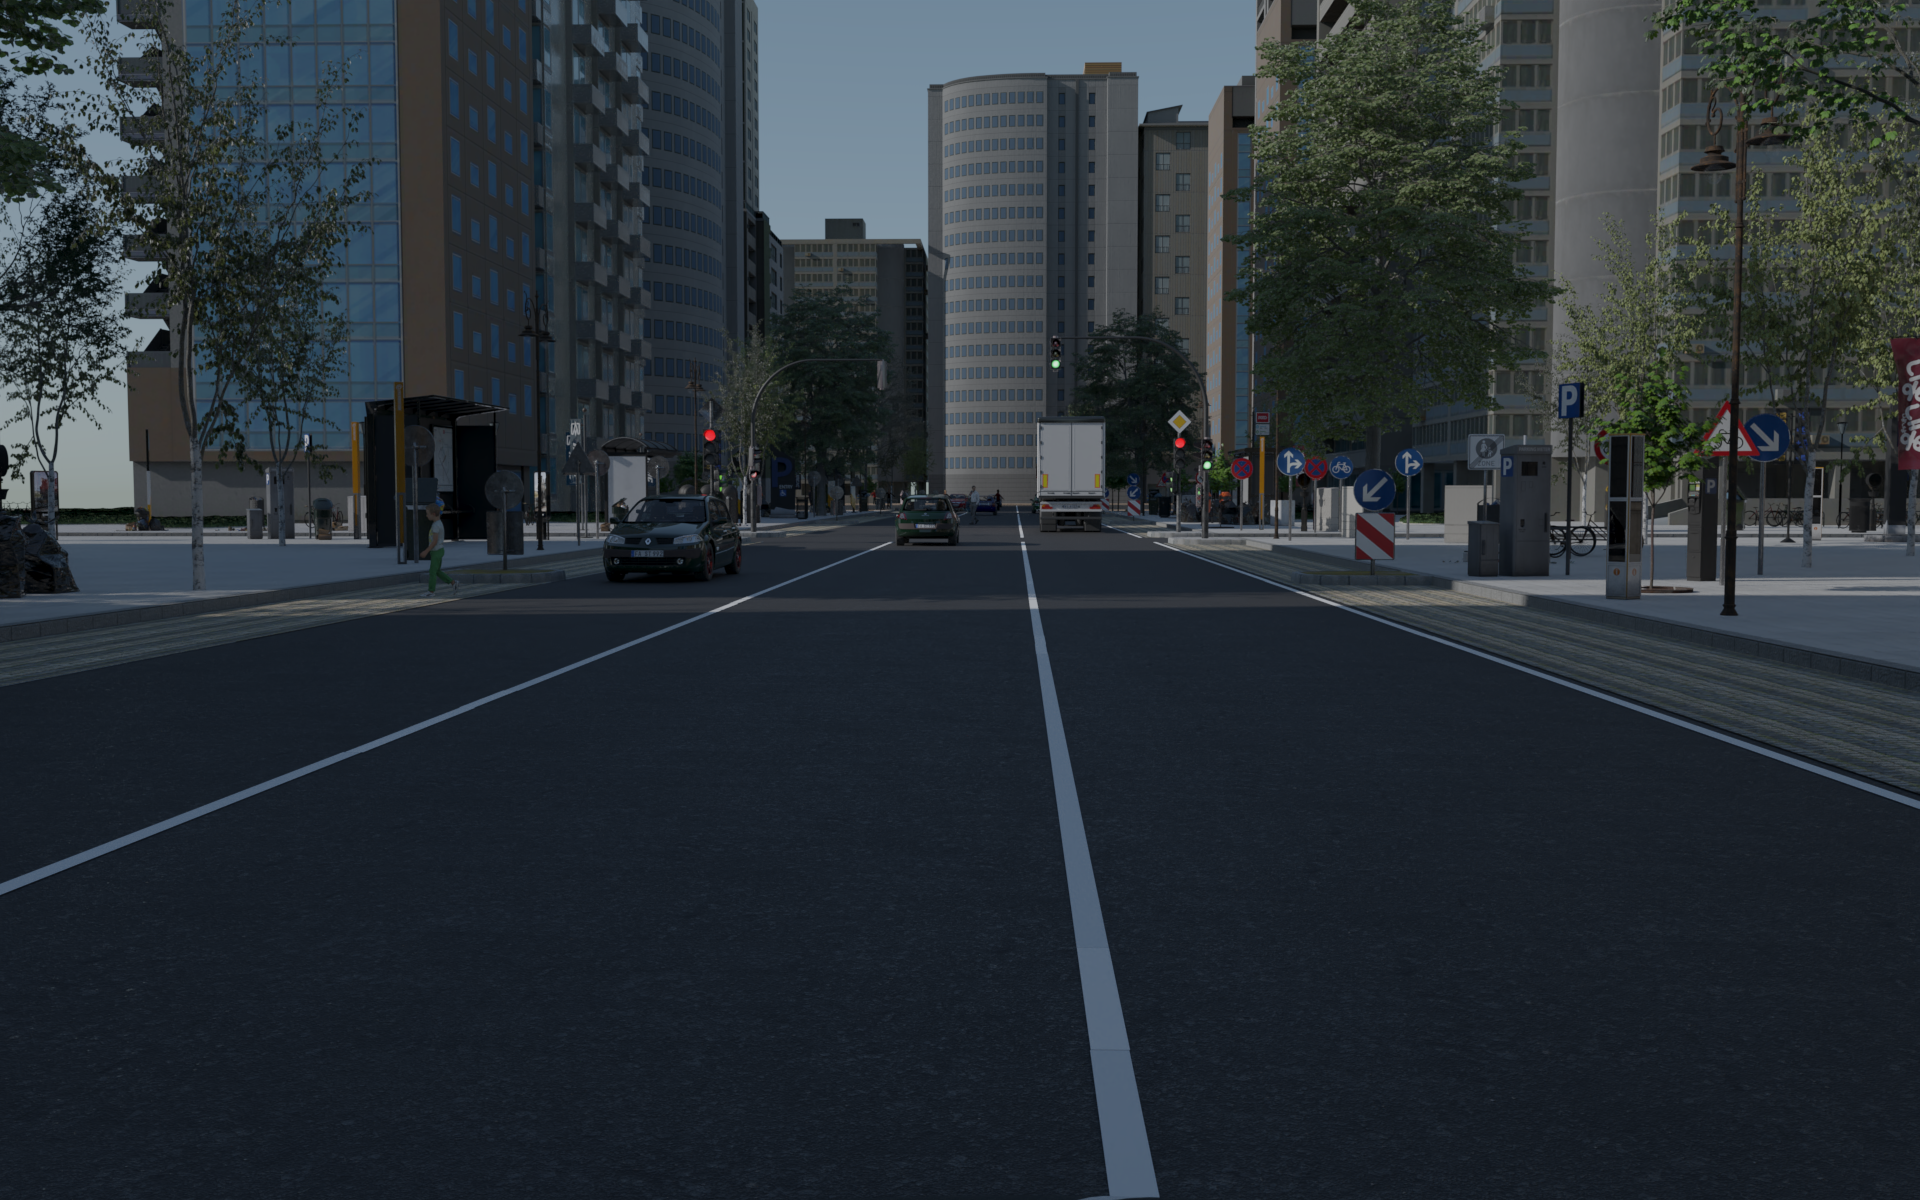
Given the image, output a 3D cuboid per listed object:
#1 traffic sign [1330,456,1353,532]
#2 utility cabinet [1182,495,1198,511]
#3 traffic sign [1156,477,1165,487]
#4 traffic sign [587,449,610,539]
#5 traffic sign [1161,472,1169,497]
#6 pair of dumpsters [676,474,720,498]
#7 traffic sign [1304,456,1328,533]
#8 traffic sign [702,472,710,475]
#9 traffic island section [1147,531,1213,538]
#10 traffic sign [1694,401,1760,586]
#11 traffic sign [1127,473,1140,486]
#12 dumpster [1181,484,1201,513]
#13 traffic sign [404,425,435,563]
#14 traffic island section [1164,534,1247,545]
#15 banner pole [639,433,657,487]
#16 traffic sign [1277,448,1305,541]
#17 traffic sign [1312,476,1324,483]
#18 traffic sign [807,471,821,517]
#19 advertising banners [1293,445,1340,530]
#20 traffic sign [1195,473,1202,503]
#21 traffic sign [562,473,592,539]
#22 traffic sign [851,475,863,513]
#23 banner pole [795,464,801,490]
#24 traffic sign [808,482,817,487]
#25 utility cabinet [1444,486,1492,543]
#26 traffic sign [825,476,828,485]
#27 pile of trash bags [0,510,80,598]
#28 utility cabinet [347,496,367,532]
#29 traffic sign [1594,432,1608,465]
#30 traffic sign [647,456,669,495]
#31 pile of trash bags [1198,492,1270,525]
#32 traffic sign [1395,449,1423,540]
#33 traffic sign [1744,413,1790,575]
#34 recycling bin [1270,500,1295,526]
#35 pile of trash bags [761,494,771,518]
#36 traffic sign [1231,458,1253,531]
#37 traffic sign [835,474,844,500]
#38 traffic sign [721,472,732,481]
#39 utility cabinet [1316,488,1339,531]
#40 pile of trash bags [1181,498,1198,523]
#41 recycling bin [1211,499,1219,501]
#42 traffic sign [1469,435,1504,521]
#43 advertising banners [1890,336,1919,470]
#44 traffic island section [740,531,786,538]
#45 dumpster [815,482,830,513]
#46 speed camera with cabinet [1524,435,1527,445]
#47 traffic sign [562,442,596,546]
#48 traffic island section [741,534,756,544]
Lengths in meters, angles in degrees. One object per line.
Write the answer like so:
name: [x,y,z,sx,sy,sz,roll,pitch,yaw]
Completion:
traffic sign: [12.711,-3.529,57.801,0.768,2.556,0.104,0,4,6]
utility cabinet: [12.878,-5.254,97.058,0.306,1.237,1.020,-3,4,-38]
traffic sign: [15.073,-7.904,129.232,0.884,2.594,0.081,0,4,5]
traffic sign: [-10.359,-3.017,49.441,0.768,2.556,0.104,1,4,9]
traffic sign: [11.894,-6.047,98.972,0.768,2.556,0.104,1,4,11]
pair of dumpsters: [-12.316,-4.857,81.905,1.574,2.255,4.437,0,4,2]
traffic sign: [11.782,-3.503,57.379,0.768,2.556,0.104,0,4,5]
traffic sign: [-12.560,-5.295,86.685,0.768,2.556,0.104,0,4,8]
traffic island section: [7.349,-2.188,58.060,2.009,0.180,2.903,0,4,2]
traffic sign: [10.684,-1.481,24.215,0.884,2.594,0.081,1,4,11]
traffic sign: [10.607,-6.476,105.988,0.768,2.556,0.104,1,4,10]
dumpster: [14.052,-6.063,104.893,1.264,1.857,1.865,0,4,2]
traffic sign: [-10.094,-1.956,32.087,0.768,2.556,0.104,0,4,5]
traffic island section: [7.098,-1.700,50.079,2.009,0.180,2.903,0,4,2]
banner pole: [-12.815,-4.943,70.834,0.863,3.779,0.401,1,4,13]
traffic sign: [9.067,-2.899,47.509,0.768,2.556,0.104,0,4,8]
traffic sign: [13.337,-3.973,65.071,0.768,2.556,0.104,0,4,7]
traffic sign: [-8.023,-5.818,95.229,0.768,2.556,0.104,0,4,3]
advertising banners: [12.934,-4.028,62.041,2.074,3.025,0.090,0,4,-1]
traffic sign: [13.287,-5.809,95.081,0.768,2.556,0.104,0,4,7]
traffic sign: [-10.795,-2.988,48.851,0.884,2.594,0.081,1,4,10]
traffic sign: [-6.951,-7.143,116.787,0.884,2.594,0.081,0,4,4]
banner pole: [-11.466,-7.996,120.757,0.863,3.779,0.401,-1,4,-12]
traffic sign: [-10.125,-7.310,119.622,0.768,2.556,0.104,0,4,4]
utility cabinet: [13.235,-2.228,45.109,1.173,1.500,0.318,1,4,17]
traffic sign: [-9.202,-7.049,115.359,0.768,2.556,0.104,1,4,9]
pile of trash bags: [-12.505,-0.700,21.195,1.912,1.369,3.447,0,4,3]
utility cabinet: [-20.351,-2.929,59.055,1.020,1.237,0.306,1,4,15]
traffic sign: [12.154,-1.964,32.218,0.768,2.556,0.104,0,4,6]
traffic sign: [-10.021,-3.509,57.476,0.768,2.556,0.104,1,4,10]
pile of trash bags: [11.781,-3.879,73.168,1.912,1.369,3.447,-1,4,-17]
traffic sign: [12.595,-2.968,48.636,0.768,2.556,0.104,0,4,8]
traffic sign: [12.710,-1.671,27.434,0.768,2.556,0.104,0,4,5]
recycling bin: [13.022,-3.508,69.905,0.722,1.027,0.722,-2,4,-27]
pile of trash bags: [-10.586,-5.287,96.192,1.912,1.369,3.447,-2,4,-33]
traffic sign: [9.882,-3.711,60.778,0.768,2.556,0.104,0,4,7]
traffic sign: [-7.737,-6.719,109.964,0.768,2.556,0.104,0,4,8]
traffic sign: [-11.731,-5.271,85.919,0.795,2.593,0.064,0,4,3]
utility cabinet: [12.594,-3.107,59.485,0.318,1.500,1.173,-1,4,-14]
pile of trash bags: [10.861,-4.150,77.601,1.912,1.369,3.447,0,4,0]
recycling bin: [12.934,-4.651,88.594,0.722,1.027,0.722,2,4,31]
traffic sign: [8.990,-1.684,29.657,0.606,2.300,0.079,0,4,5]
advertising banners: [11.354,-1.405,19.154,2.074,3.025,0.090,1,4,11]
traffic island section: [-6.985,-2.216,58.516,2.009,0.180,2.903,0,4,2]
dumpster: [-9.185,-6.995,116.868,1.502,2.255,1.985,0,4,2]
speed camera with cabinet: [19.176,-3.957,59.041,0.660,3.252,2.038,2,4,28]
traffic sign: [-9.443,-2.622,42.866,0.884,2.594,0.081,1,4,10]
traffic island section: [-7.236,-1.728,50.535,2.009,0.180,2.903,0,4,2]
